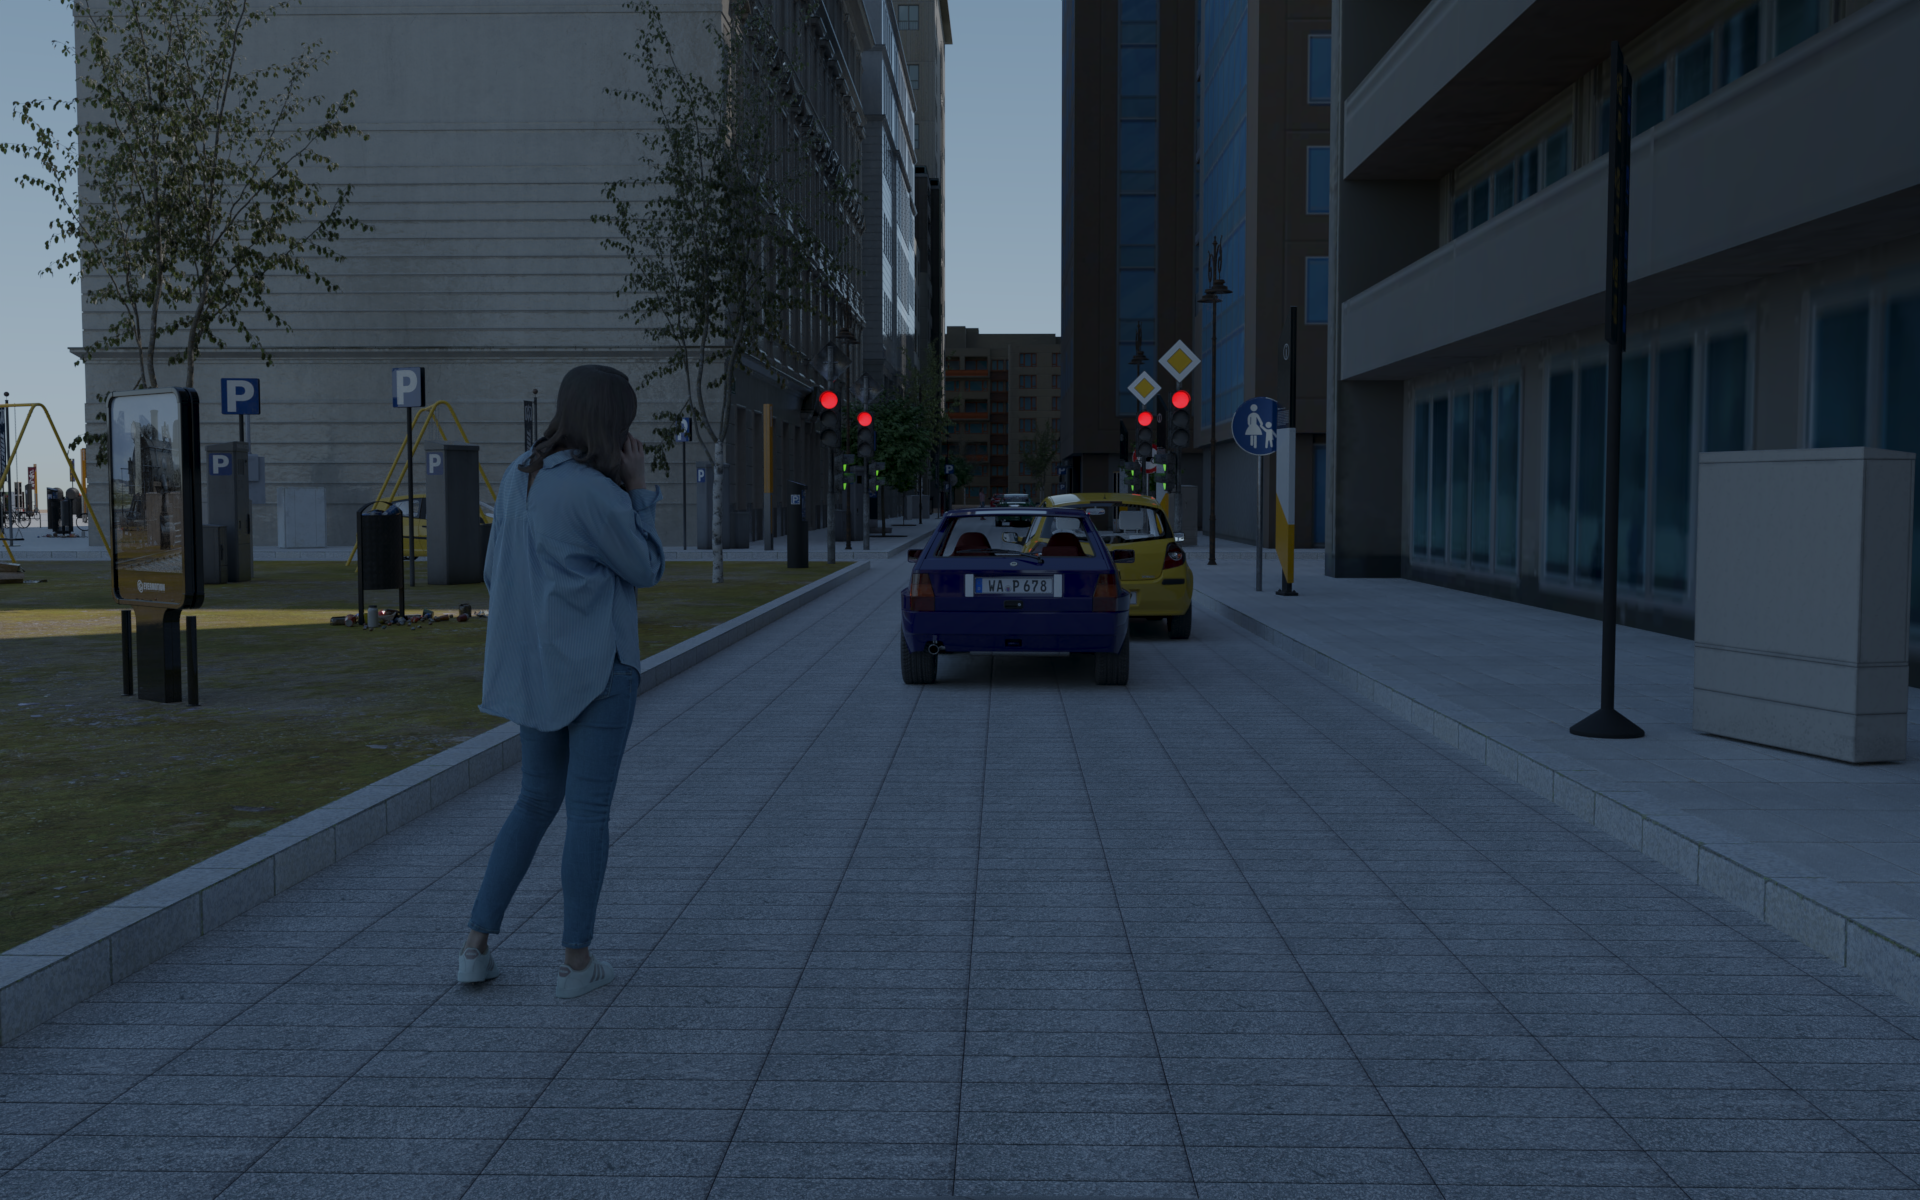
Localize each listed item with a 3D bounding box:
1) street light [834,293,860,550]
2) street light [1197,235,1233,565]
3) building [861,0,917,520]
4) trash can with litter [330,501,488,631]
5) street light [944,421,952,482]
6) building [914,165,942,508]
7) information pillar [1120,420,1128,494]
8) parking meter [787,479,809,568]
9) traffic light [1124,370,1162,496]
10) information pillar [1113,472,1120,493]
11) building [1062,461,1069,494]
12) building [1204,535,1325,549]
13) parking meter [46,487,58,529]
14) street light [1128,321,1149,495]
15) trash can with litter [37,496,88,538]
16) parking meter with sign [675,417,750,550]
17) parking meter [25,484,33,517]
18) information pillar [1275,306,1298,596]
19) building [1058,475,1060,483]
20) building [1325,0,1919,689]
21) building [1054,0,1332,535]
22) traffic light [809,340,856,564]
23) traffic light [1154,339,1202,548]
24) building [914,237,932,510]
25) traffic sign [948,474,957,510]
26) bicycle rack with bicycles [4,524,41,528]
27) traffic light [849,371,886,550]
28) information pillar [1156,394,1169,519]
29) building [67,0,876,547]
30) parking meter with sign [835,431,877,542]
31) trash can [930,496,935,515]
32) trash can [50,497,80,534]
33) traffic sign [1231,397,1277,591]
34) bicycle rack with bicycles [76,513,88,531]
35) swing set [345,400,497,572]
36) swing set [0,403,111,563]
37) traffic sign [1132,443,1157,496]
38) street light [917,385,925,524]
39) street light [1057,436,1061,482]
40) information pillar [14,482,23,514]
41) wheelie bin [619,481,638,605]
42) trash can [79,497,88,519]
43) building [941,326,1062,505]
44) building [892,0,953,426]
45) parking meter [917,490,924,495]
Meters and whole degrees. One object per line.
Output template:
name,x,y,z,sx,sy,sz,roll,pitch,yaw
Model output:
street light,-2.581,-4.107,39.939,0.468,5.910,1.993,0,4,2
street light,4.564,-3.571,31.170,0.468,5.910,1.993,0,4,2
building,-8.784,-19.708,99.721,11.434,29.767,29.804,0,4,2
trash can with litter,-5.427,-0.387,17.387,1.678,1.210,2.233,2,4,31
street light,-0.772,-8.241,107.536,0.468,5.910,1.993,0,4,2
building,-8.885,-23.260,152.004,14.160,30.474,14.107,0,4,2
information pillar,5.151,-3.864,54.529,0.183,3.616,0.504,-1,4,-18
parking meter,-2.814,-1.322,30.024,0.372,1.533,0.369,0,3,0
traffic light,4.177,-3.096,39.533,0.839,4.253,0.868,0,4,2
information pillar,5.222,-3.206,56.909,0.304,2.012,0.304,-1,4,-18
building,17.530,-47.975,97.059,22.319,86.520,31.000,0,4,2
building,14.092,-24.183,45.506,14.200,45.320,14.600,0,4,2
parking meter,-33.301,-3.374,63.572,0.372,1.533,0.369,0,3,0
street light,4.765,-4.499,46.350,0.468,5.910,1.993,0,4,2
trash can with litter,-26.573,-2.470,51.437,2.233,1.210,1.678,3,5,44
parking meter with sign,-5.699,-2.684,40.147,1.738,3.016,0.543,-3,5,-43
parking meter,-52.402,-5.611,97.456,0.399,1.863,0.255,3,4,37
information pillar,4.125,-1.868,21.894,0.183,3.616,0.504,-1,4,-9
building,20.716,-45.172,176.817,20.563,71.187,20.611,0,4,2
building,16.110,-23.935,15.040,21.300,48.544,21.600,0,4,2
building,10.984,-25.396,65.329,14.600,45.320,14.200,0,4,2
traffic light,-2.345,-2.617,31.701,0.839,4.253,0.868,0,4,2
traffic light,3.965,-2.607,31.550,0.839,4.253,0.868,0,4,2
building,-16.530,-17.439,130.170,27.650,21.520,28.899,0,4,2
traffic sign,-0.547,-6.729,110.128,0.768,2.556,0.104,0,4,3
bicycle rack with bicycles,-35.923,-3.157,65.007,2.925,0.926,2.852,1,4,20
traffic light,-2.133,-3.105,39.684,0.839,4.253,0.868,0,4,2
information pillar,4.735,-3.007,40.524,0.183,3.616,0.504,-1,4,-21
building,-13.007,-17.523,62.917,17.030,29.872,44.131,0,4,2
parking meter with sign,-2.914,-3.119,47.258,0.543,3.016,1.738,2,4,25
trash can,-1.954,-5.869,107.609,0.748,1.137,0.748,0,3,0
trash can,-28.928,-2.702,55.828,0.748,1.137,0.748,0,3,0
traffic sign,3.947,-1.387,22.783,0.768,2.556,0.104,0,4,7
bicycle rack with bicycles,-29.144,-2.868,60.277,2.925,0.926,2.852,-2,4,-27
swing set,-9.209,-2.001,30.332,2.862,2.851,3.119,-1,4,-22
swing set,-17.133,-2.006,30.415,3.119,2.851,2.862,2,4,27
traffic sign,4.660,-2.621,42.964,0.768,2.556,0.104,0,4,7
street light,-1.686,-6.182,73.865,0.468,5.910,1.993,0,4,2
street light,6.585,-8.614,113.628,0.468,5.910,1.993,0,4,2
information pillar,-56.806,-6.116,104.484,0.304,2.012,0.304,1,4,9
wheelie bin,-3.500,-0.567,17.182,0.693,1.594,0.980,0,4,4
trash can,-46.179,-4.860,91.115,0.748,1.137,0.748,0,3,0
building,0.491,-22.552,213.758,28.899,21.520,27.650,0,4,2
building,-14.894,-35.776,174.180,27.495,52.752,28.713,0,4,2
parking meter,-2.194,-5.360,96.042,0.372,1.533,0.369,0,3,0
